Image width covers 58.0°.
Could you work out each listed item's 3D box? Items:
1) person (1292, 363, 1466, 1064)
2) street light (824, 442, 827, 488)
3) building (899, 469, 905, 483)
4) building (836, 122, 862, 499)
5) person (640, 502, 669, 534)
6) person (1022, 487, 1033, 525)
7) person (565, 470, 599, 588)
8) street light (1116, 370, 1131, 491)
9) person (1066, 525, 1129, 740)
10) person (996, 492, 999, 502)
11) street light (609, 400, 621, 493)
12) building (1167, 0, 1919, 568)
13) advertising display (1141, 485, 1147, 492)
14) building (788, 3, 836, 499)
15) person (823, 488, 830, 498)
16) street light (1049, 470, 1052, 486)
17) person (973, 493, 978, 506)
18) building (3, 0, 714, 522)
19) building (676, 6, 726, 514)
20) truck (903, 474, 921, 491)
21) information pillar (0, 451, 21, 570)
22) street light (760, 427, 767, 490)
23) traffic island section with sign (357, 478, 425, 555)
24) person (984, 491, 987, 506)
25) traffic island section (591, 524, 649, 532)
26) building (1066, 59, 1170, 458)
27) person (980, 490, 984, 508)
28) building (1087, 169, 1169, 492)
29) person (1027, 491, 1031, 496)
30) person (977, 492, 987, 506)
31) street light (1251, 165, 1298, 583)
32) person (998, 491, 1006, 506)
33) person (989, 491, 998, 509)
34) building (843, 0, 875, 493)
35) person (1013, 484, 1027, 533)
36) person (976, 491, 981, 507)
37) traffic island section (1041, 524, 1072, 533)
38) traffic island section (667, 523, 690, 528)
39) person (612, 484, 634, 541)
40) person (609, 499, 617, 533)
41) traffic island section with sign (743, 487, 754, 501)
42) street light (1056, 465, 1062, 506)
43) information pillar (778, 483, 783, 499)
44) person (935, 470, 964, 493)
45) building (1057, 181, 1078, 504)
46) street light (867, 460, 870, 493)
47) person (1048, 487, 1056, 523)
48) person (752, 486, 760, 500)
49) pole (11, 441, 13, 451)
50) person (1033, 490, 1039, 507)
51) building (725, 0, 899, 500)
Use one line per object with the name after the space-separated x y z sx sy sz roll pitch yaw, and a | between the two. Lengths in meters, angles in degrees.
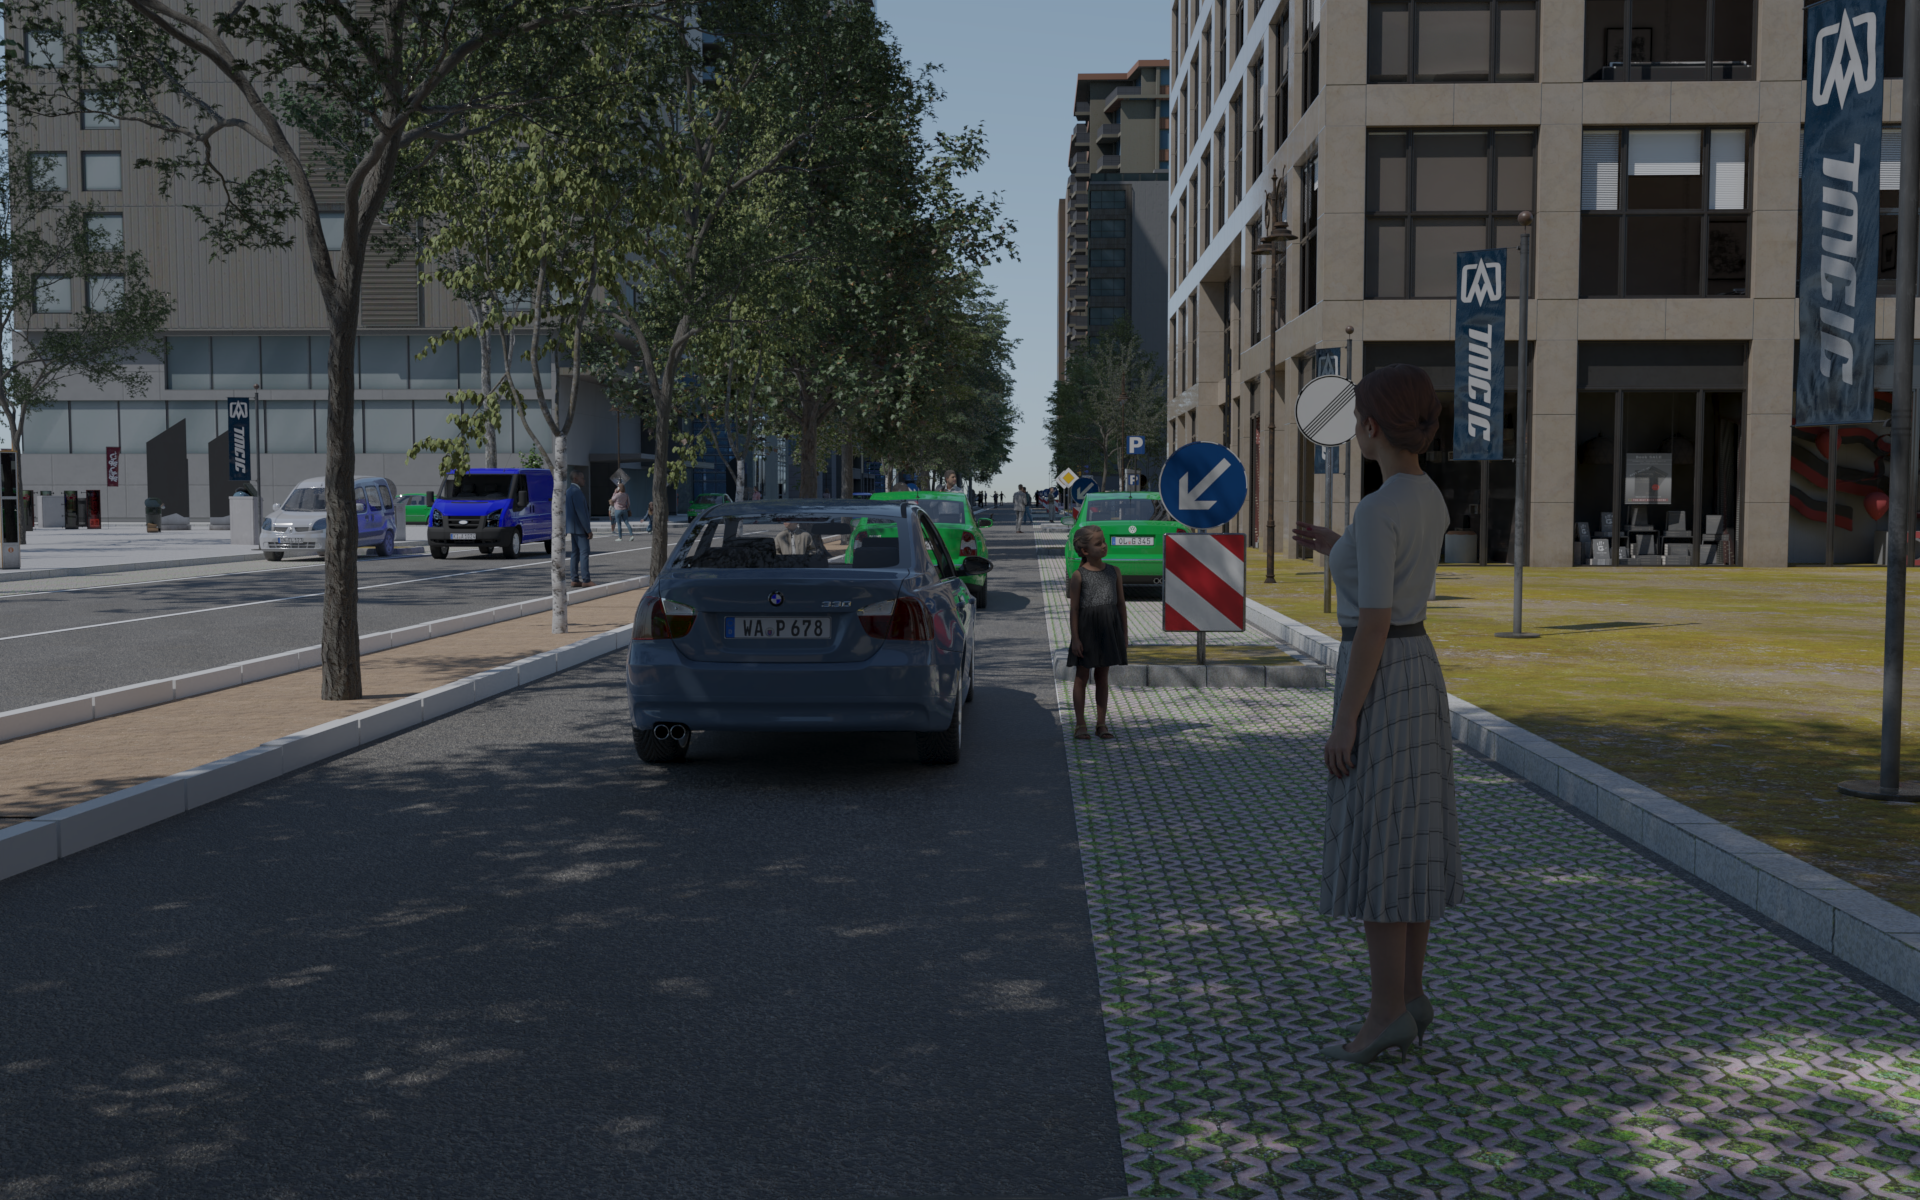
1.024 0.283 4.443 0.524 1.755 0.480 2 4 34 | person
-11.665 -10.894 150.907 0.468 5.910 1.993 0 4 2 | street light
-21.168 -26.626 280.366 27.650 21.520 28.899 0 4 2 | building
-22.407 -34.562 188.782 21.300 48.544 21.600 0 4 2 | building
-10.942 -2.950 62.236 1.012 1.151 0.738 0 4 -2 | person
3.097 -4.445 81.517 0.721 1.781 0.623 -2 4 -29 | person
-5.840 -1.092 26.541 0.419 1.800 0.721 -3 5 -39 | person
6.111 -5.637 64.960 0.468 5.910 1.993 0 4 2 | street light
0.810 0.187 10.117 0.362 1.253 0.373 -1 4 -14 | person
6.365 -17.730 298.403 1.348 1.821 0.705 -1 4 -15 | person
-14.644 -6.213 74.363 0.468 5.910 1.993 0 4 2 | street light
16.603 -14.788 46.298 19.350 26.468 34.151 0 4 2 | building
12.555 -6.996 119.590 0.123 1.923 0.974 -2 4 -33 | advertising display
-23.777 -37.989 163.120 21.231 58.520 28.212 0 4 2 | building
-7.465 -5.403 97.423 0.593 1.750 0.643 2 4 30 | person
15.862 -20.479 307.611 0.468 5.910 1.993 0 4 2 | street light
1.681 -12.019 205.085 0.705 1.814 1.350 -3 5 -42 | person
-28.563 -30.564 88.967 28.713 52.752 27.495 0 4 2 | building
-23.877 -49.681 124.958 22.319 86.520 31.000 0 4 2 | building
-4.634 -12.461 193.490 2.967 4.110 18.799 0 4 0 | truck
-16.193 -1.524 29.406 0.304 2.012 0.304 3 5 42 | information pillar
-13.047 -8.656 114.313 0.468 5.910 1.993 0 4 2 | street light
-13.987 -2.012 41.517 1.989 1.847 2.006 0 4 2 | traffic island section with sign
2.913 -12.063 205.600 0.599 1.838 0.709 -1 4 -23 | person
-13.006 -2.686 66.198 2.009 0.180 2.903 0 4 2 | traffic island section
22.731 -32.077 179.076 22.147 44.769 28.867 0 4 2 | building
2.284 -10.538 180.799 0.705 1.823 1.348 -1 4 -8 | person
18.596 -23.635 158.130 14.160 30.474 14.107 0 4 2 | building
8.136 -12.031 205.651 0.683 1.767 0.568 -1 4 -15 | person
2.312 -10.916 187.695 1.217 1.735 0.721 1 4 20 | person
4.467 -3.179 24.759 0.468 5.910 1.993 0 4 2 | street light
5.124 -12.595 214.449 1.348 1.821 0.705 2 4 34 | person
3.358 -9.922 171.260 0.750 1.759 0.617 -2 4 -30 | person
-20.989 -47.177 209.596 20.563 71.187 20.611 0 4 2 | building
2.248 -3.353 63.515 0.606 1.804 0.583 2 4 32 | person
2.252 -11.586 198.073 0.705 1.807 1.348 3 5 40 | person
4.122 -2.644 65.517 2.009 0.180 2.903 0 4 2 | traffic island section
-12.690 -3.174 74.177 2.009 0.180 2.903 0 4 2 | traffic island section
-10.215 -2.665 52.668 0.593 1.750 0.643 -3 5 -42 | person
-12.628 -3.059 63.197 0.332 1.250 0.352 1 4 21 | person
-11.806 -5.370 96.420 1.989 1.847 2.006 0 4 2 | traffic island section with sign
12.558 -15.351 223.770 0.468 5.910 1.993 0 4 2 | street light
-12.436 -7.059 119.903 0.304 2.012 0.304 -1 4 -11 | information pillar
-0.224 -1.244 28.935 0.679 1.850 0.850 0 4 4 | person
21.293 -36.981 254.750 14.600 45.320 14.200 0 4 2 | building
-10.159 -13.435 192.448 0.468 5.910 1.993 0 4 2 | street light
4.572 -4.694 85.797 0.362 1.759 0.519 2 4 27 | person
-9.835 -4.564 83.134 0.555 1.821 0.388 2 4 29 | person
-32.806 -4.058 60.191 0.158 3.312 0.155 0 3 0 | pole
7.877 -10.251 175.728 1.348 1.869 0.705 -3 4 -38 | person
-19.642 -57.195 247.813 22.319 86.520 31.000 0 4 2 | building
